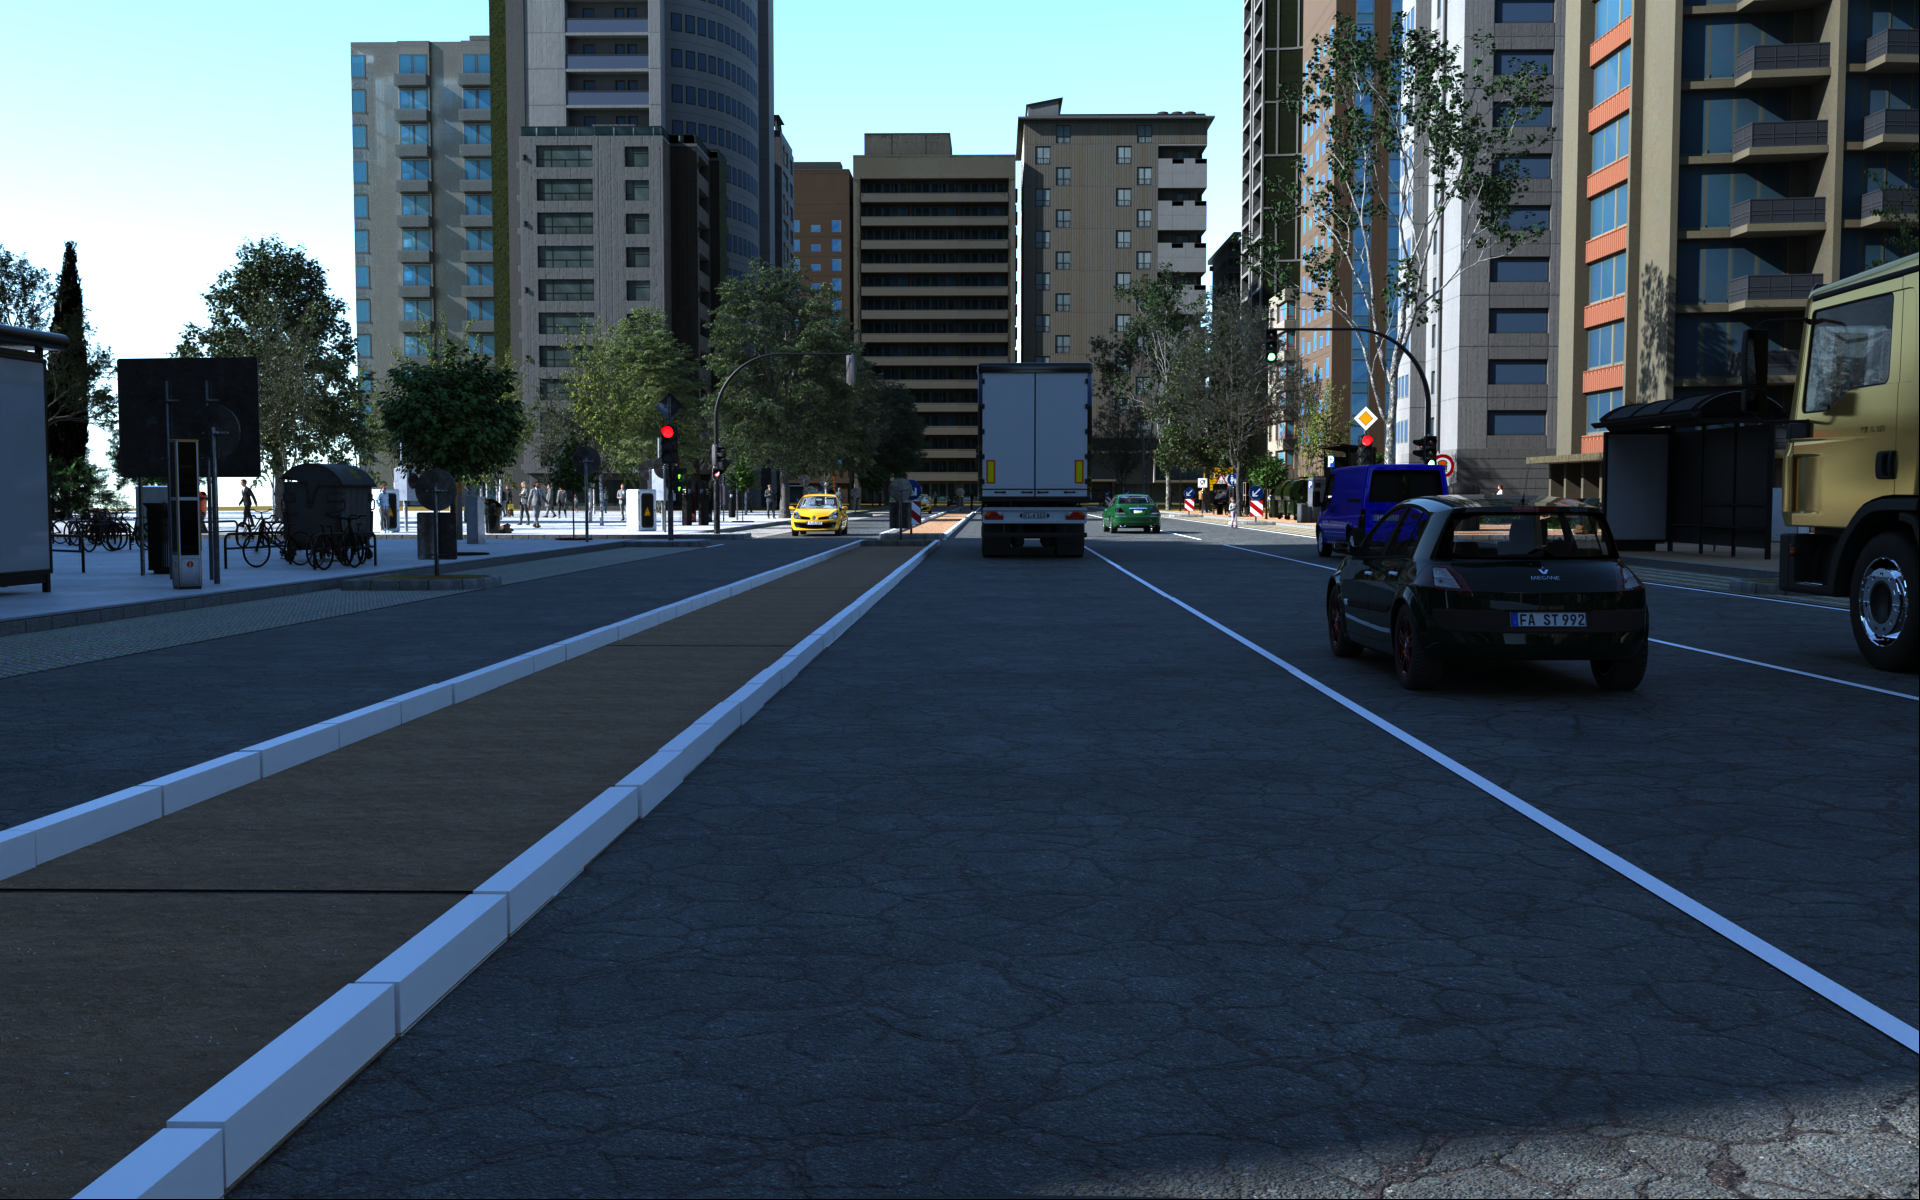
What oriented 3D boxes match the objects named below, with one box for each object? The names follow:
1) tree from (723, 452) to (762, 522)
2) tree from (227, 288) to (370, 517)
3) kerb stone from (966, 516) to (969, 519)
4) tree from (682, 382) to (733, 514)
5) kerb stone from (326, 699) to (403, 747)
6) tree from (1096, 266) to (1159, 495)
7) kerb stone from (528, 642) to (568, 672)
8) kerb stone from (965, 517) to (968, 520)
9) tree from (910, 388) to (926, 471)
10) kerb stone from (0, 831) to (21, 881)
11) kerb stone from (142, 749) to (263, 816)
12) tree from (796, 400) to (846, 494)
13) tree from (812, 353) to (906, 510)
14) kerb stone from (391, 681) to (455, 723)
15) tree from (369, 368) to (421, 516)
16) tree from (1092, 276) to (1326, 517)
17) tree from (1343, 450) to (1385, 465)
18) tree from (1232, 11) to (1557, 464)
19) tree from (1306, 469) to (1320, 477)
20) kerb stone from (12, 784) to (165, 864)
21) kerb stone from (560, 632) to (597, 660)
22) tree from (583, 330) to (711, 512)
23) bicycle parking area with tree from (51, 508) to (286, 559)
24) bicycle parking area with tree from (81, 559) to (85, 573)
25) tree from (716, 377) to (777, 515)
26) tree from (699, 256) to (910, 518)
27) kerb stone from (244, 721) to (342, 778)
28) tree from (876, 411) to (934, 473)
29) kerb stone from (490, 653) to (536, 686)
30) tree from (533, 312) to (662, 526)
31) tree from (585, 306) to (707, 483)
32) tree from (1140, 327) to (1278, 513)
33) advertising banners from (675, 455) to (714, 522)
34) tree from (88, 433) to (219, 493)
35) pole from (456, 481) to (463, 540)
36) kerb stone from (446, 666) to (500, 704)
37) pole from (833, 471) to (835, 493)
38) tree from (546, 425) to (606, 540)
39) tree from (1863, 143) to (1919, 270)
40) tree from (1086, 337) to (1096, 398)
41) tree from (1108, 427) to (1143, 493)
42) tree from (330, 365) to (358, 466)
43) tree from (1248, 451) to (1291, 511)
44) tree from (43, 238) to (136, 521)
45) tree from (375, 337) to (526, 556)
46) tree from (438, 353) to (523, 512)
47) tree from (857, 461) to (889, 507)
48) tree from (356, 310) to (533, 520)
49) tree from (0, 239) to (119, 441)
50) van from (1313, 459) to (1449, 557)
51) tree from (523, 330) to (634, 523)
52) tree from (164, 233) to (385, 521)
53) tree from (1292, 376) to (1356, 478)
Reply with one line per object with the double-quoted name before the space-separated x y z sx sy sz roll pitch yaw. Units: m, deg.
"tree" -10.050 -5.163 79.010 1.663 3.219 1.824 0 3 0
"tree" -23.904 -6.784 61.284 4.360 8.622 3.978 0 3 0
"kerb stone" 0.254 -4.245 91.679 0.120 0.150 1.000 0 4 1
"tree" -15.682 -9.827 111.025 4.360 8.622 3.978 0 3 0
"kerb stone" -3.523 0.734 10.196 0.120 0.150 1.000 0 4 1
"tree" 17.624 -17.342 139.434 12.611 20.169 13.585 0 3 0
"kerb stone" -3.441 0.486 14.293 0.120 0.150 1.000 0 4 1
"kerb stone" 0.192 -4.061 88.610 0.120 0.150 1.000 0 4 1
"tree" -8.155 -17.485 192.535 9.857 13.997 8.962 0 3 0
"kerb stone" -3.597 0.984 6.108 0.120 0.150 1.000 0 4 1
"kerb stone" -3.566 0.863 8.153 0.120 0.150 1.000 0 4 1
"tree" -9.118 -10.105 115.585 4.360 8.622 3.978 0 3 0
"tree" -8.962 -14.081 140.602 12.009 13.543 11.850 0 3 0
"kerb stone" -3.505 0.671 11.218 0.120 0.150 1.000 0 4 1
"tree" -32.523 -9.211 100.960 4.360 8.622 3.978 0 3 0
"tree" 15.719 -11.488 98.206 12.009 13.543 11.850 0 3 0
"tree" 26.951 -8.044 115.227 4.285 4.588 4.351 0 3 0
"tree" 16.702 -12.915 67.048 12.611 20.169 13.585 0 3 0
"tree" 26.512 -8.277 129.932 1.663 3.219 1.824 0 3 0
"kerb stone" -3.587 0.925 7.131 0.120 0.150 1.000 0 4 1
"kerb stone" -3.412 0.421 15.314 0.120 0.150 1.000 0 4 1
"tree" -21.522 -12.452 120.598 9.611 12.733 9.660 0 3 0
"bicycle parking area with tree" -20.496 -3.325 41.370 8.231 4.147 9.016 1 4 22
"bicycle parking area with tree" -18.954 -2.469 27.377 8.231 4.147 9.016 -3 5 -39
"tree" -12.910 -9.520 106.014 4.737 8.622 4.395 0 3 0
"tree" -9.377 -11.314 91.631 9.857 13.997 8.962 0 3 0
"kerb stone" -3.540 0.796 9.174 0.120 0.150 1.000 0 4 1
"tree" -7.000 -17.111 205.512 9.928 11.665 9.643 0 3 0
"kerb stone" -3.460 0.550 13.265 0.120 0.150 1.000 0 4 1
"tree" -14.466 -7.334 70.274 4.737 8.622 4.395 0 3 0
"tree" -19.255 -11.427 104.955 7.486 12.596 7.792 0 3 0
"tree" 17.033 -12.342 118.792 9.611 12.733 9.660 0 3 0
"advertising banners" -12.207 -5.042 78.631 2.074 3.025 0.090 -1 4 -20
"tree" -57.707 -9.333 115.495 20.602 7.101 11.467 0 4 6
"pole" -14.099 -3.350 48.617 0.158 3.312 0.155 0 3 0
"kerb stone" -3.473 0.611 12.243 0.120 0.150 1.000 0 4 1
"pole" -9.427 -8.325 129.954 0.158 3.312 0.155 0 3 0
"tree" -10.707 -3.296 48.496 1.663 3.219 1.824 0 3 0
"tree" 20.648 -5.232 35.904 4.737 8.622 4.395 0 3 0
"tree" 18.094 -19.072 167.718 12.611 20.169 13.585 0 3 0
"tree" 17.932 -14.601 189.096 4.360 8.622 3.978 0 3 0
"tree" -32.605 -8.818 94.530 4.737 8.622 4.395 0 3 0
"tree" 22.879 -8.851 128.430 4.285 4.588 4.351 0 3 0
"tree" -50.854 -11.380 87.876 18.604 14.587 13.155 -1 4 -8
"tree" -10.693 -3.236 36.615 4.285 4.588 4.351 0 3 0
"tree" -25.063 -8.624 91.359 4.360 8.622 3.978 0 3 0
"tree" -8.463 -11.243 167.529 4.285 4.588 4.351 0 3 0
"tree" -20.325 -7.217 68.362 4.737 8.622 4.395 0 3 0
"tree" -34.065 -7.896 63.507 7.601 10.594 8.767 0 4 3
"van" 9.123 -2.043 37.789 2.240 2.365 5.245 0 4 1
"tree" -16.716 -7.743 76.961 4.360 8.622 3.978 0 3 0
"tree" -30.127 -9.736 76.190 9.611 12.733 9.660 0 3 0
"tree" 22.606 -9.675 108.556 4.737 8.622 4.395 0 3 0
